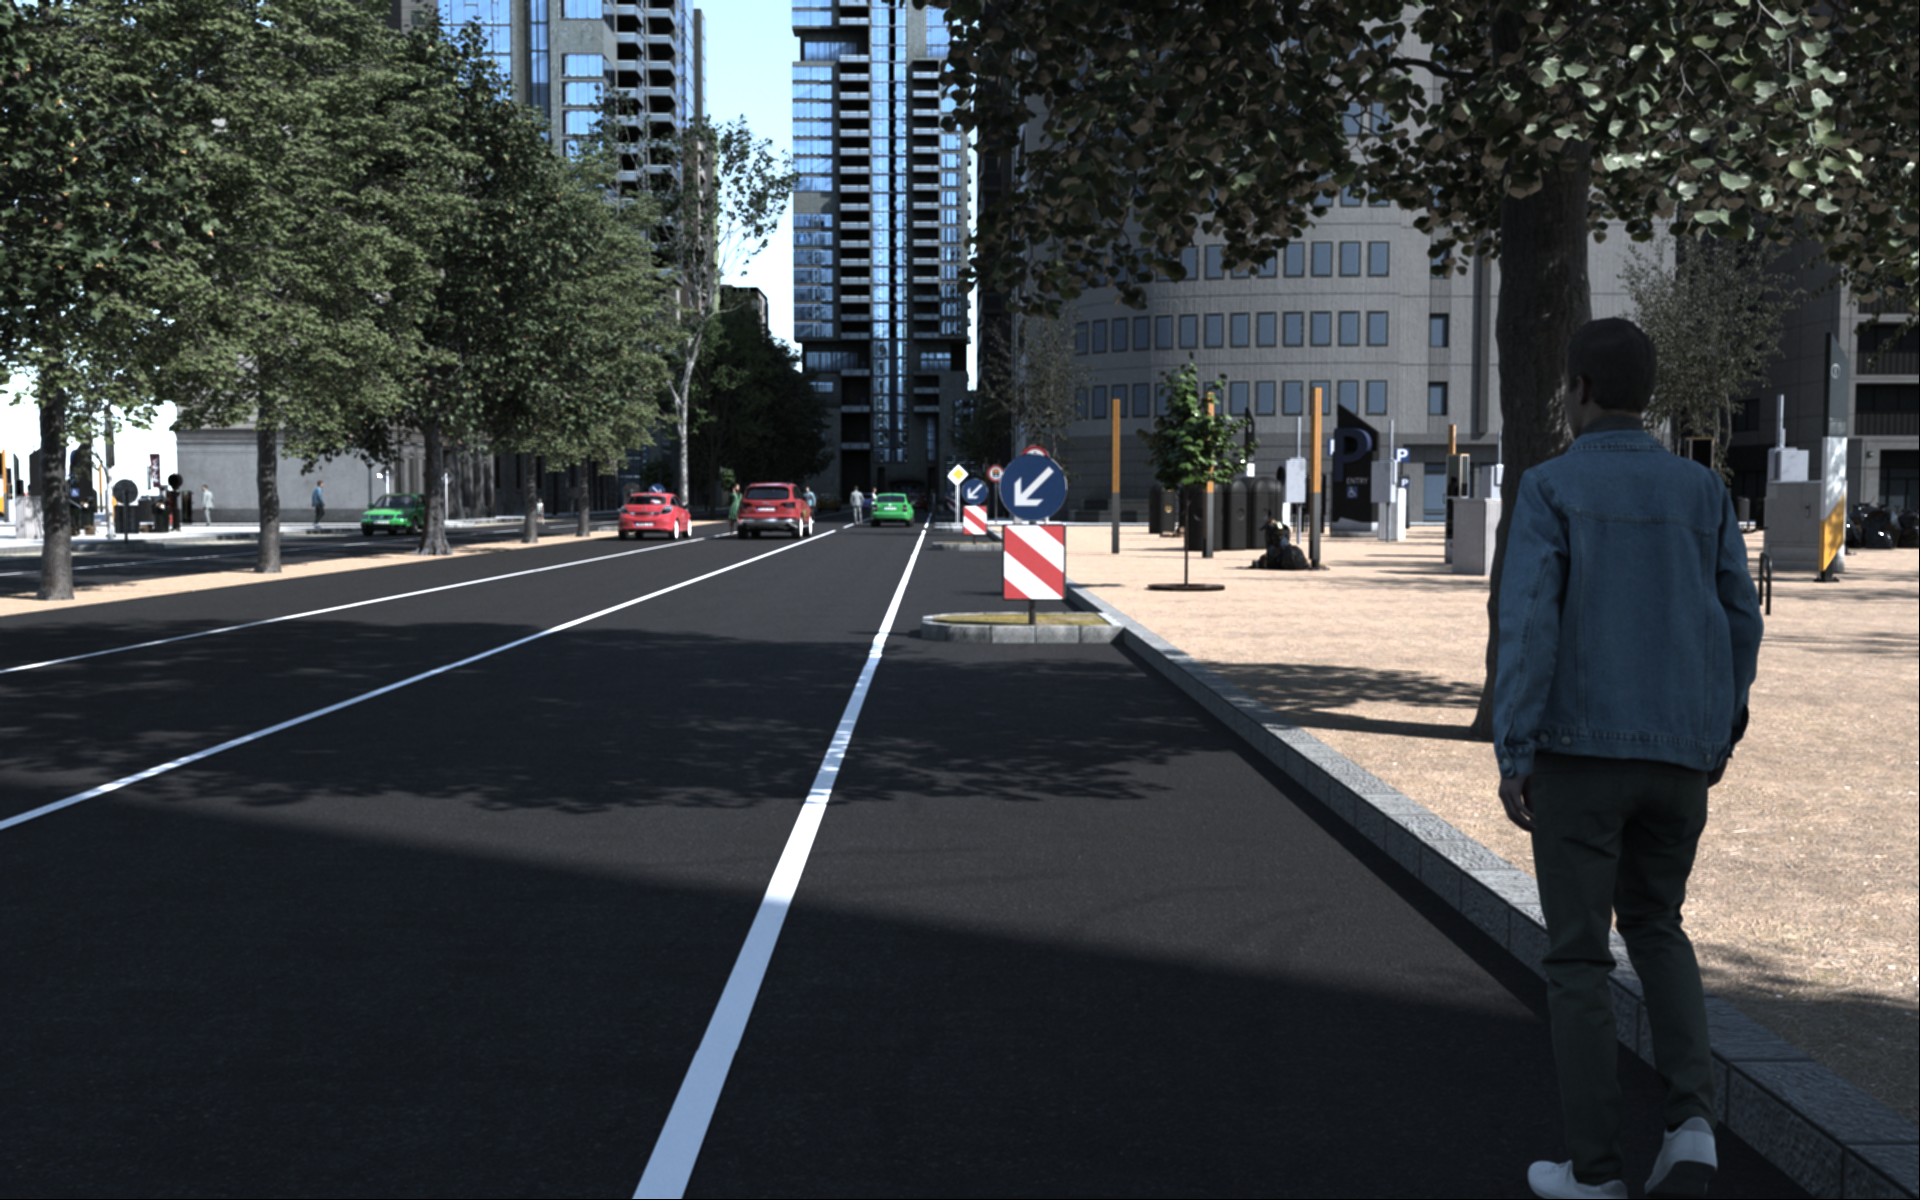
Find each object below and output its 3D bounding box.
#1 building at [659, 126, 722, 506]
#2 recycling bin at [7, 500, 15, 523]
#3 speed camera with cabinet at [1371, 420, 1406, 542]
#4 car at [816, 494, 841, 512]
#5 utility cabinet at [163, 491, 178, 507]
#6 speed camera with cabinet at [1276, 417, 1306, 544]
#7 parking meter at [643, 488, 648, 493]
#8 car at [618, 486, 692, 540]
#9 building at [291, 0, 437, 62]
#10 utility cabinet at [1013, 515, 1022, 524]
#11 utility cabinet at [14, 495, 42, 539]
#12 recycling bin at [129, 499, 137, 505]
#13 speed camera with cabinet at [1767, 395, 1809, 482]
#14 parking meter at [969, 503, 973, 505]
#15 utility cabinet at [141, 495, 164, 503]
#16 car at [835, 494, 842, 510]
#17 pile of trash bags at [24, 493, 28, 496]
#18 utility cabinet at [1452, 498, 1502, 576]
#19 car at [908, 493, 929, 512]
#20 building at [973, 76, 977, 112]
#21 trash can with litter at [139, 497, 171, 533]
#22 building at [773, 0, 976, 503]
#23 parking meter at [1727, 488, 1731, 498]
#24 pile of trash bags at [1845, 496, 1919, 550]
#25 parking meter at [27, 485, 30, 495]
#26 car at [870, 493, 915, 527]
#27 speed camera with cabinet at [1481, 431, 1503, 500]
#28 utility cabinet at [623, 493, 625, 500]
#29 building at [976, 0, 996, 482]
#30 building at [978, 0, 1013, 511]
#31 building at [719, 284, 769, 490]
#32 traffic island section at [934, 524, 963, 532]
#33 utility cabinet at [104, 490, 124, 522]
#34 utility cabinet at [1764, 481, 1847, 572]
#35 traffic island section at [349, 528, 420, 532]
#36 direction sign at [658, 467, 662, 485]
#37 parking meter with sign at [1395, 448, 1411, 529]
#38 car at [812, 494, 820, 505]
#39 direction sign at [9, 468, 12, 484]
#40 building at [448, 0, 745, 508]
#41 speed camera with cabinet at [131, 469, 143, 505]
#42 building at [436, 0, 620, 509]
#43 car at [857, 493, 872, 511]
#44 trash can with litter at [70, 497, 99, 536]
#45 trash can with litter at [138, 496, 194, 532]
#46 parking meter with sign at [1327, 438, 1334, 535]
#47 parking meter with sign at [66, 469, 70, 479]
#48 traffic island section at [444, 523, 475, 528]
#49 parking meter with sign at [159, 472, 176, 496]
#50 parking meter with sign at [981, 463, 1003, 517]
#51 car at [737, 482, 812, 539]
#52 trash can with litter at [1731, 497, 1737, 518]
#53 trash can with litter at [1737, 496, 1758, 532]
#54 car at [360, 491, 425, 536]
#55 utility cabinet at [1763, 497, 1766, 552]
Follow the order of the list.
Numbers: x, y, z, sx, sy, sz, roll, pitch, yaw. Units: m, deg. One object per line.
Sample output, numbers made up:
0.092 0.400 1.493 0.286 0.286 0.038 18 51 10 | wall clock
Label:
-33.899 -30.848 187.966 14.154 41.232 14.086 0 4 -1 | building
-41.881 -3.938 76.942 0.722 1.027 0.722 -2 4 -33 | recycling bin
11.655 -3.229 47.128 0.660 3.252 2.038 2 4 25 | speed camera with cabinet
-10.811 -8.078 142.301 2.015 1.641 3.980 0 4 -3 | car
-54.074 -6.749 119.022 1.173 1.500 0.318 -2 4 -34 | utility cabinet
8.356 -3.106 45.121 0.660 3.252 2.038 -1 4 -11 | speed camera with cabinet
-27.332 -8.860 150.579 0.399 1.863 0.255 1 4 9 | parking meter
-9.679 -2.820 55.145 2.155 1.783 4.494 0 4 0 | car
-69.121 -47.387 213.036 20.611 71.187 20.563 0 4 -1 | building
1.924 -2.875 58.170 0.306 1.237 1.020 0 3 0 | utility cabinet
-26.835 -2.368 49.881 0.306 1.237 1.020 0 4 -3 | utility cabinet
-59.826 -6.882 125.066 0.722 1.027 0.722 -2 4 -28 | recycling bin
16.476 -2.420 33.895 0.660 3.252 2.038 0 4 4 | speed camera with cabinet
0.837 -7.929 135.353 0.399 1.863 0.255 0 4 -1 | parking meter
-39.264 -4.471 84.255 1.020 1.237 0.306 0 4 -3 | utility cabinet
-11.677 -8.962 156.754 2.015 1.641 3.980 0 4 -2 | car
-65.974 -7.030 124.688 3.447 1.369 1.912 0 4 6 | pile of trash bags
8.250 -1.009 27.662 0.306 1.237 1.020 -1 4 -13 | utility cabinet
-3.535 -8.179 142.770 2.155 1.783 4.494 0 4 0 | car
16.111 -38.014 210.773 28.713 52.752 27.495 0 4 -1 | building
-26.675 -2.808 57.295 1.055 1.170 0.624 0 4 6 | trash can with litter
-11.498 -57.002 244.660 31.000 86.520 22.319 0 4 -1 | building
29.532 -3.574 66.839 0.372 1.533 0.369 0 3 0 | parking meter
22.243 -1.929 41.290 3.447 1.369 1.912 -2 4 -25 | pile of trash bags
-57.167 -6.173 106.637 0.399 1.863 0.255 1 4 20 | parking meter
-2.980 -4.150 76.655 1.959 1.807 4.718 0 4 1 | car
17.459 -3.687 54.618 2.038 3.252 0.660 -1 4 -18 | speed camera with cabinet
-28.897 -8.652 150.131 0.318 1.500 1.173 -1 4 -22 | utility cabinet
12.421 -32.929 162.088 21.300 48.544 21.600 0 4 -1 | building
12.611 -29.412 135.516 22.147 44.769 28.867 0 4 -1 | building
-34.117 -28.729 241.421 14.107 30.474 14.160 0 4 -1 | building
-0.019 -2.753 67.288 2.009 0.180 2.903 0 4 -1 | traffic island section
-37.761 -4.198 77.315 1.173 1.500 0.318 3 4 38 | utility cabinet
13.938 -1.217 28.583 0.318 1.500 1.173 -3 5 -42 | utility cabinet
-22.158 -2.737 67.023 2.009 0.180 2.903 0 4 -1 | traffic island section
-24.796 -9.250 143.228 0.379 3.537 0.876 -2 4 -29 | direction sign
16.612 -4.197 64.885 0.543 3.016 1.738 1 4 10 | parking meter with sign
-17.798 -12.139 208.699 2.015 1.641 3.980 0 4 -1 | car
-81.276 -9.540 147.978 0.876 3.537 0.379 2 4 28 | direction sign
-43.303 -54.986 211.687 31.000 86.520 22.319 0 4 -1 | building
-64.675 -8.638 135.566 0.660 3.252 2.038 0 4 -2 | speed camera with cabinet
-37.316 -52.039 163.513 22.319 86.520 31.000 0 4 -1 | building
-7.758 -8.244 144.386 1.945 1.707 3.694 0 4 1 | car
-27.596 -2.625 54.313 1.055 1.170 0.624 -1 4 -18 | trash can with litter
-27.419 -2.942 59.155 2.233 1.210 1.678 0 4 -6 | trash can with litter
11.619 -3.499 53.464 0.543 3.016 1.738 1 4 11 | parking meter with sign
-61.634 -7.461 118.240 1.738 3.016 0.543 1 4 9 | parking meter with sign
-22.256 -3.225 75.007 2.009 0.180 2.903 0 4 -1 | traffic island section
-63.212 -8.637 137.474 1.738 3.016 0.543 -1 4 -17 | parking meter with sign
1.835 -6.155 96.896 0.543 3.016 1.738 -2 4 -29 | parking meter with sign
-6.032 -2.930 56.581 2.281 1.827 5.304 0 4 0 | car
36.046 -4.264 81.096 0.624 1.170 1.055 3 5 41 | trash can with litter
26.241 -2.922 58.828 2.233 1.210 1.678 -2 4 -25 | trash can with litter
-19.593 -3.180 60.782 1.959 1.807 4.718 0 4 -1 | car
15.592 -1.297 32.372 1.020 1.237 0.306 0 4 -1 | utility cabinet
